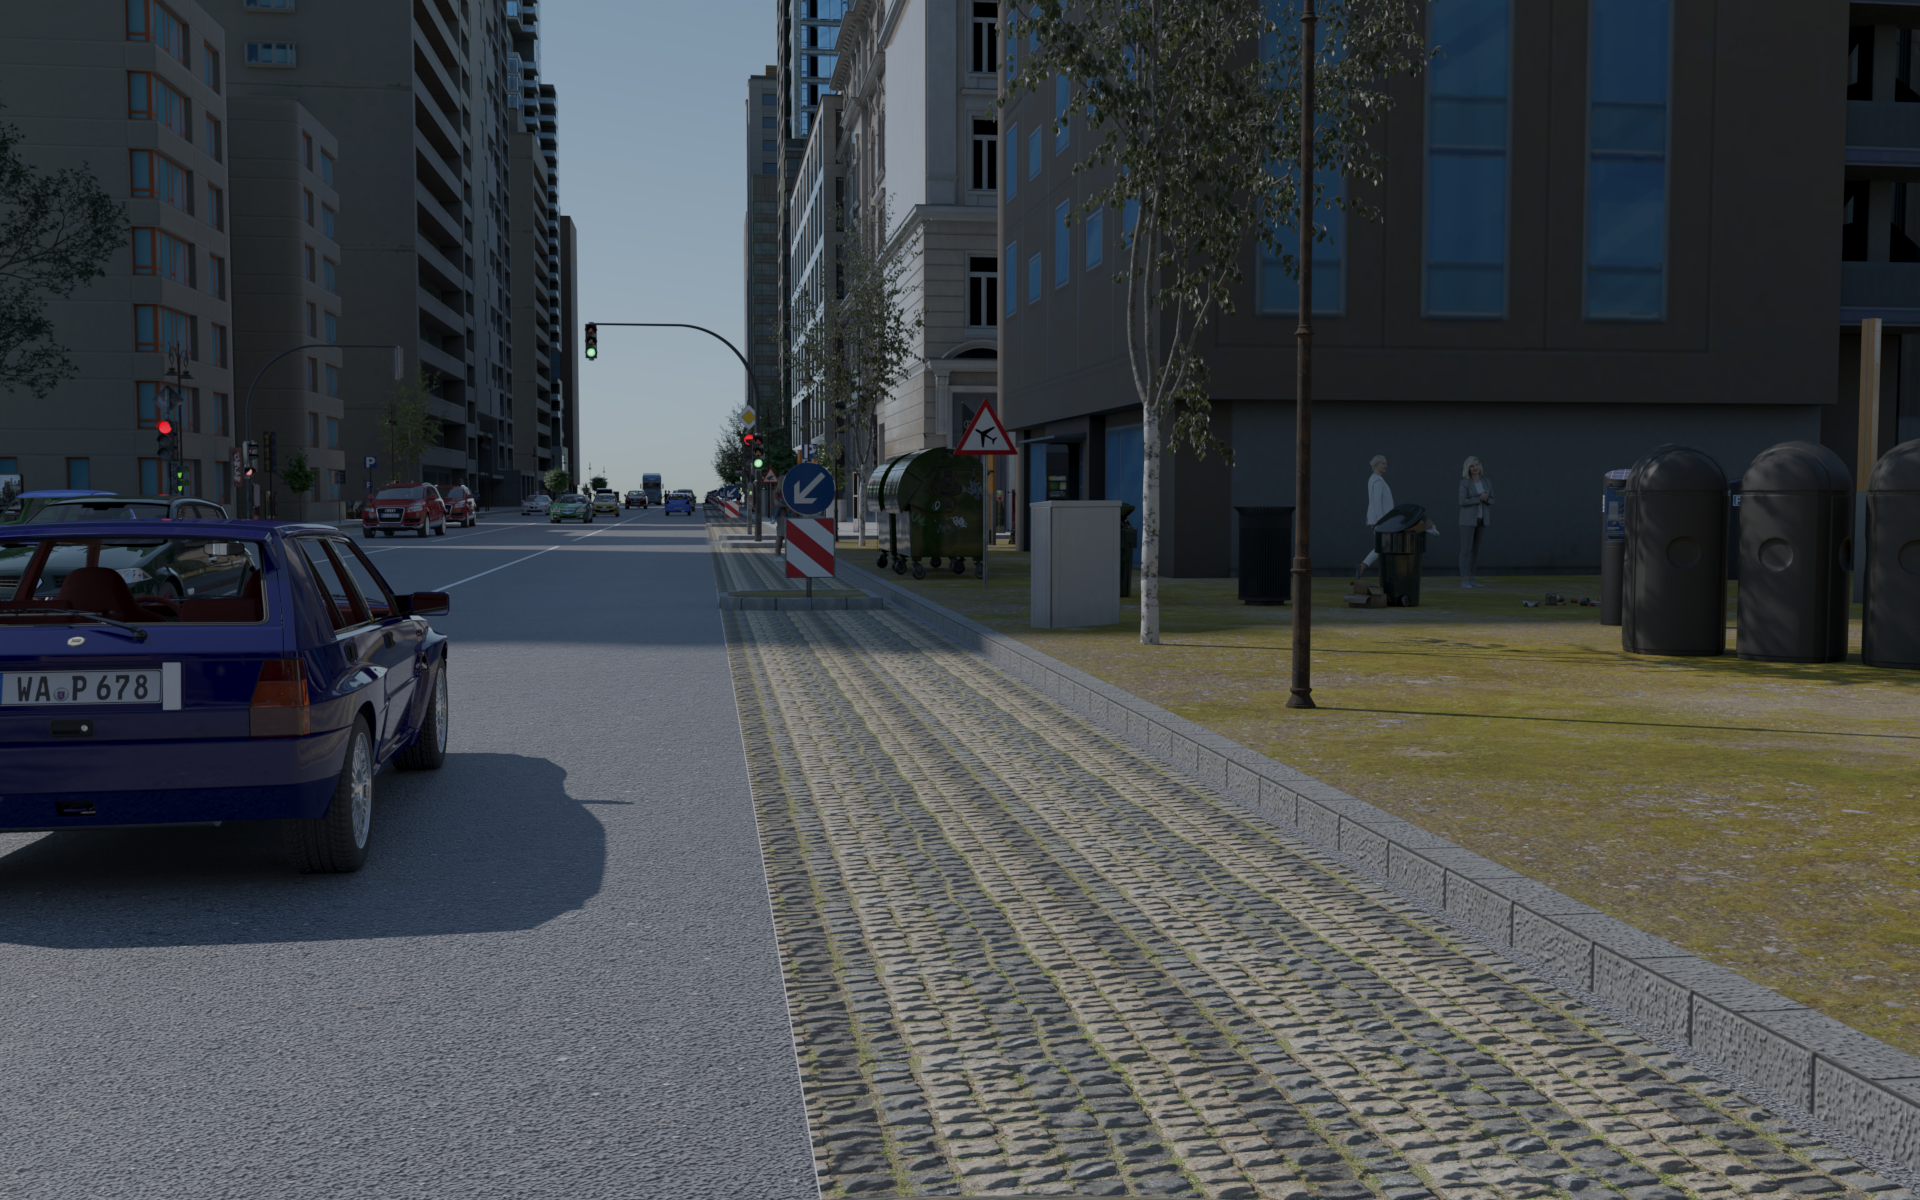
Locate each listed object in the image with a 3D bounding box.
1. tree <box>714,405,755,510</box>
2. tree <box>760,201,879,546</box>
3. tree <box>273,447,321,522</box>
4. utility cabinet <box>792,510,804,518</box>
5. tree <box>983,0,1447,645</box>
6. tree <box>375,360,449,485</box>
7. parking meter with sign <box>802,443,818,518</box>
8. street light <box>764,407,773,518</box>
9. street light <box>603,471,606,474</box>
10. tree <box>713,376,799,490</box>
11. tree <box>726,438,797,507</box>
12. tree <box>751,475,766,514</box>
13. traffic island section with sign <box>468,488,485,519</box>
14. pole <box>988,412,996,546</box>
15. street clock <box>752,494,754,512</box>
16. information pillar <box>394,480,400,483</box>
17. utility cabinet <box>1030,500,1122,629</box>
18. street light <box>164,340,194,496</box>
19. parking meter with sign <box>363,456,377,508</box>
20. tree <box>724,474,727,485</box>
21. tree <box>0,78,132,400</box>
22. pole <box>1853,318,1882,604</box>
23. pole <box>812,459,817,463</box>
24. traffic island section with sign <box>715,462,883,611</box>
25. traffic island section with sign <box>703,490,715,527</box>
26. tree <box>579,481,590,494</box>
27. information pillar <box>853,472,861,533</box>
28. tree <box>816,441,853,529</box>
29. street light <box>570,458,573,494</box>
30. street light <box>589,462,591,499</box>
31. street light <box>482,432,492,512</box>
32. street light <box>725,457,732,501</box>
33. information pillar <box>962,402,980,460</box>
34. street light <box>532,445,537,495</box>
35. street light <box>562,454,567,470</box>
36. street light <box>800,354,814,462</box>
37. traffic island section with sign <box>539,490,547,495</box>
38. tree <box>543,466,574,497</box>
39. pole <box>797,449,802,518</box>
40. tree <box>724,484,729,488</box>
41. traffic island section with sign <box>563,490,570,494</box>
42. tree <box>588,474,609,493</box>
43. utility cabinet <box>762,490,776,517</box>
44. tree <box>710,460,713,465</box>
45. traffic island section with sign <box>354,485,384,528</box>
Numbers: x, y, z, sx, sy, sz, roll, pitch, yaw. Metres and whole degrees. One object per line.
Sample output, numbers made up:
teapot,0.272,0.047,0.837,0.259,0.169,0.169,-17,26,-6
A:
tree,-18.742,-12.167,149.289,4.360,8.622,3.978,0,3,0
tree,-2.504,-5.645,42.666,4.360,8.622,3.978,0,3,0
tree,-26.772,-4.639,70.456,1.663,3.219,1.824,0,3,0
utility cabinet,-7.822,-4.530,82.749,1.173,1.500,0.318,1,4,9
tree,1.862,-3.924,14.523,4.360,8.622,3.978,0,3,0
tree,-30.223,-8.866,95.325,4.737,8.622,4.395,0,3,0
parking meter with sign,-5.199,-3.929,60.497,0.543,3.016,1.738,0,4,-2
street light,-10.146,-7.280,91.809,0.468,5.910,1.993,-1,4,-8
street light,-58.097,-18.959,282.764,0.468,5.910,1.993,-1,4,-8
tree,-12.086,-9.576,106.924,4.737,8.622,4.395,0,3,0
tree,-10.454,-7.146,100.544,4.285,4.588,4.351,0,3,0
tree,-13.407,-7.281,113.644,1.663,3.219,1.824,0,3,0
traffic island section with sign,-28.767,-5.644,100.913,1.989,1.847,2.006,-1,4,-8
pole,0.795,-3.018,43.180,0.158,3.312,0.155,0,3,0
street clock,-14.587,-7.179,121.952,0.358,2.002,0.471,-1,4,-19
information pillar,-30.210,-5.402,92.815,0.304,2.012,0.304,3,5,40
utility cabinet,1.129,-0.352,16.910,1.020,1.237,0.306,-3,5,-44
street light,-23.515,-4.861,52.270,0.468,5.910,1.993,-1,4,-8
parking meter with sign,-27.632,-5.182,80.985,0.543,3.016,1.738,-2,4,-24
tree,-21.847,-11.543,172.435,4.285,4.588,4.351,0,3,0
tree,-21.248,-6.102,34.184,7.601,10.594,8.767,2,4,34
pole,10.596,-1.614,20.227,0.158,3.312,0.155,0,3,0
pole,-6.242,-4.915,74.203,0.158,3.312,0.155,0,3,0
traffic island section with sign,-2.076,-0.823,22.086,1.989,1.847,2.006,-1,4,-8
traffic island section with sign,-10.113,-4.106,75.767,1.989,1.847,2.006,-1,4,-8
tree,-54.975,-15.913,254.779,1.663,3.219,1.824,0,3,0
information pillar,-3.361,-3.258,57.761,0.304,2.012,0.304,-3,4,-39
tree,-4.939,-4.182,62.982,1.663,3.219,1.824,0,3,0
street light,-47.155,-14.522,210.219,0.468,5.910,1.993,-1,4,-8
street light,-52.663,-16.747,246.600,0.468,5.910,1.993,-1,4,-8
street light,-34.891,-9.492,127.980,0.468,5.910,1.993,-1,4,-8
street light,-28.402,-14.717,213.404,0.468,5.910,1.993,-1,4,-8
information pillar,0.267,-3.245,44.410,0.504,3.616,0.183,-1,4,-19
street light,-40.418,-11.736,164.673,0.468,5.910,1.993,-1,4,-8
street light,-45.829,-13.948,200.841,0.468,5.910,1.993,-1,4,-8
street light,-4.869,-5.066,55.621,0.468,5.910,1.993,-1,4,-8
traffic island section with sign,-36.242,-8.693,150.763,1.989,1.847,2.006,-1,4,-8
tree,-45.733,-13.054,197.152,4.285,4.588,4.351,0,3,0
pole,-7.327,-5.225,79.266,0.158,3.312,0.155,0,3,0
tree,-37.026,-17.112,274.380,1.663,3.219,1.824,0,3,0
traffic island section with sign,-40.227,-10.324,177.423,1.989,1.847,2.006,-1,4,-8
tree,-57.705,-17.906,276.480,4.285,4.588,4.351,0,3,0
utility cabinet,-10.842,-5.463,97.999,0.318,1.500,1.173,2,4,26
tree,-29.686,-16.591,221.623,4.737,8.622,4.395,0,3,0
traffic island section with sign,-24.770,-4.009,74.177,1.989,1.847,2.006,-1,4,-8
